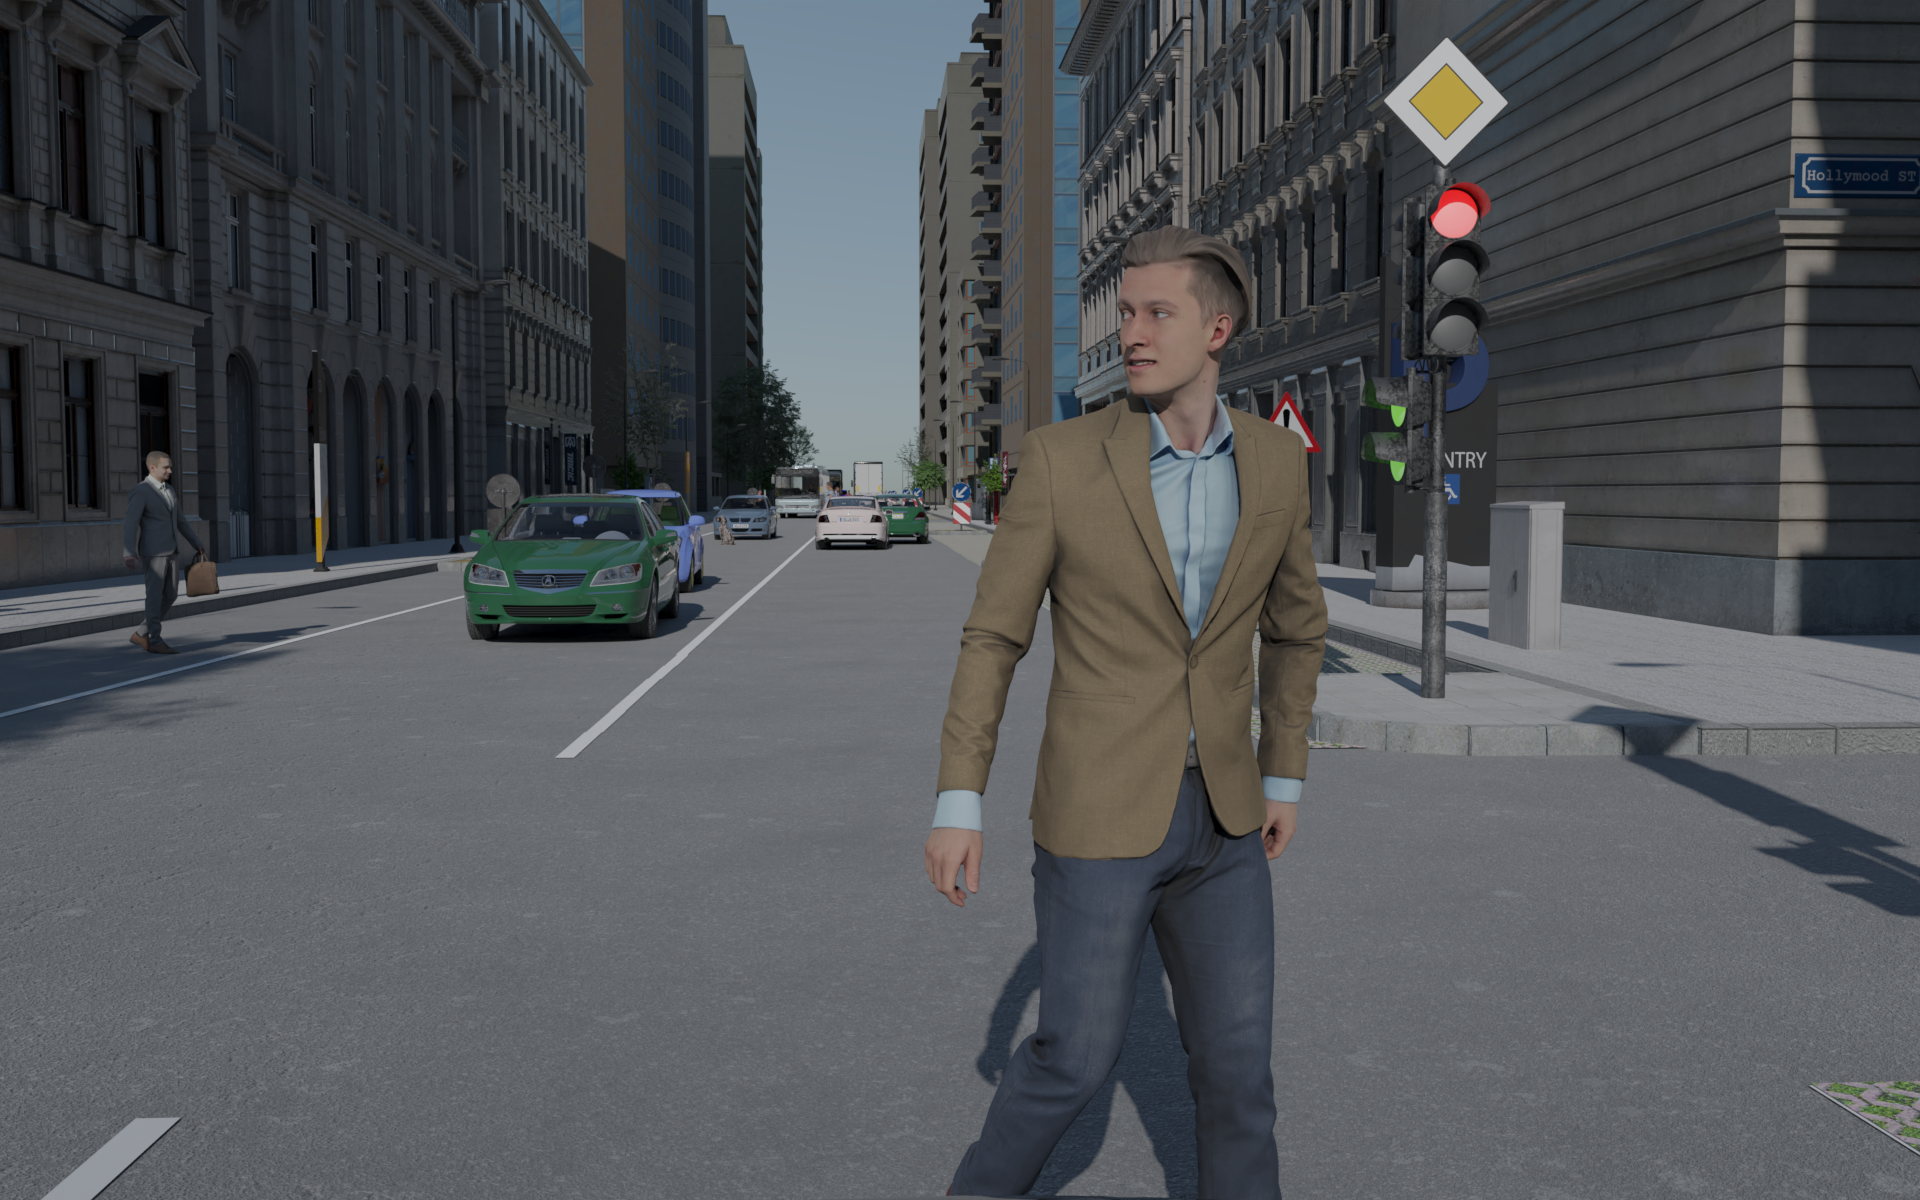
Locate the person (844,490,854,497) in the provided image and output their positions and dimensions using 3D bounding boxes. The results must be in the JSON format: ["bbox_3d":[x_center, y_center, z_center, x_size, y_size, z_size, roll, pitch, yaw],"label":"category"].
[{"bbox_3d":[-8.190,-7.238,127.557,1.217,1.743,0.721,-1,4,-10],"label":"person"}]

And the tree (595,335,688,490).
[{"bbox_3d":[-14.294,-7.881,79.222,4.360,8.622,3.978,0,3,0],"label":"tree"}]

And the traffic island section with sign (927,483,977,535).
[{"bbox_3d":[-0.097,-3.184,60.688,1.989,1.847,2.006,0,4,-3],"label":"traffic island section with sign"}]

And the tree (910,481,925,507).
[{"bbox_3d":[-4.082,-10.914,173.045,1.663,3.219,1.824,0,3,0],"label":"tree"}]

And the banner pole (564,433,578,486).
[{"bbox_3d":[-14.255,-4.447,62.731,0.863,3.779,0.401,-2,4,-28],"label":"banner pole"}]

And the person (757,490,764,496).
[{"bbox_3d":[-10.333,-4.880,89.762,0.593,1.643,0.415,2,4,24],"label":"person"}]

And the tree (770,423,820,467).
[{"bbox_3d":[-23.241,-19.051,237.232,9.928,11.665,9.643,0,3,0],"label":"tree"}]

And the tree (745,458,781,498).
[{"bbox_3d":[-17.694,-10.544,156.104,4.285,4.588,4.351,0,3,0],"label":"tree"}]

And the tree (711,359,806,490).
[{"bbox_3d":[-19.311,-15.635,162.289,9.857,13.997,8.962,0,3,0],"label":"tree"}]

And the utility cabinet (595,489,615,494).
[{"bbox_3d":[-14.731,-3.868,71.919,0.318,1.500,1.173,1,4,18],"label":"utility cabinet"}]

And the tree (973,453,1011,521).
[{"bbox_3d":[1.662,-5.320,81.583,1.663,3.219,1.824,0,3,0],"label":"tree"}]

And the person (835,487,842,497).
[{"bbox_3d":[-6.860,-5.461,97.650,0.599,1.838,0.709,2,4,31],"label":"person"}]

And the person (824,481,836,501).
[{"bbox_3d":[-3.881,-2.678,52.386,0.778,1.811,0.616,1,4,20],"label":"person"}]

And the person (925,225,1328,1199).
[{"bbox_3d":[0.266,0.344,2.781,0.836,1.842,0.656,3,5,41],"label":"person"}]

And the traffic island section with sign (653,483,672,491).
[{"bbox_3d":[-10.302,-3.147,60.081,1.989,1.847,2.006,0,4,-3],"label":"traffic island section with sign"}]

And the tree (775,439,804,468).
[{"bbox_3d":[-20.444,-15.370,201.657,4.737,8.622,4.395,0,3,0],"label":"tree"}]

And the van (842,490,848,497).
[{"bbox_3d":[-16.255,-14.226,236.985,2.240,2.365,5.245,0,4,-2],"label":"van"}]

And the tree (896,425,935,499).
[{"bbox_3d":[-4.333,-14.056,180.173,4.360,8.622,3.978,0,3,0],"label":"tree"}]

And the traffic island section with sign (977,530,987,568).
[{"bbox_3d":[1.427,-1.513,33.361,1.989,1.847,2.006,0,4,-3],"label":"traffic island section with sign"}]

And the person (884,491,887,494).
[{"bbox_3d":[-8.999,-12.461,212.108,0.599,1.838,0.709,1,4,21],"label":"person"}]

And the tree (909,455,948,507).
[{"bbox_3d":[-2.705,-10.022,147.571,4.285,4.588,4.351,0,3,0],"label":"tree"}]

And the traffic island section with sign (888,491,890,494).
[{"bbox_3d":[-7.488,-11.285,193.130,1.989,1.847,2.006,0,4,-3],"label":"traffic island section with sign"}]

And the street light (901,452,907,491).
[{"bbox_3d":[-5.566,-13.332,190.517,1.470,5.913,1.316,0,4,-3],"label":"street light"}]

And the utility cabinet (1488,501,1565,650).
[{"bbox_3d":[4.786,-0.217,14.702,0.306,1.237,1.020,0,4,-1],"label":"utility cabinet"}]

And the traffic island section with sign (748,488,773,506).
[{"bbox_3d":[-13.052,-6.175,109.583,1.989,1.847,2.006,0,4,-3],"label":"traffic island section with sign"}]

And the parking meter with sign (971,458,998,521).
[{"bbox_3d":[1.140,-5.374,84.132,0.543,3.016,1.738,-2,4,-33],"label":"parking meter with sign"}]

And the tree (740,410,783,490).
[{"bbox_3d":[-17.493,-12.291,151.318,4.360,8.622,3.978,0,3,0],"label":"tree"}]

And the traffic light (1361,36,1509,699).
[{"bbox_3d":[2.965,-1.339,10.811,0.839,4.253,0.868,0,4,-3],"label":"traffic light"}]

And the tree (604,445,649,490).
[{"bbox_3d":[-13.048,-4.538,68.796,1.663,3.219,1.824,0,3,0],"label":"tree"}]

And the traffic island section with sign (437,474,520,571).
[{"bbox_3d":[-8.790,-1.501,33.168,1.989,1.847,2.006,0,4,-3],"label":"traffic island section with sign"}]

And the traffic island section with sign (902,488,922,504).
[{"bbox_3d":[-2.833,-6.184,109.729,1.989,1.847,2.006,0,4,-3],"label":"traffic island section with sign"}]

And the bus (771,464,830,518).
[{"bbox_3d":[-9.566,-6.784,105.776,2.948,3.499,13.247,0,4,-2],"label":"bus"}]

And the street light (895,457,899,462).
[{"bbox_3d":[-7.066,-15.002,217.815,1.470,5.913,1.316,0,4,-3],"label":"street light"}]

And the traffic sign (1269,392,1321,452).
[{"bbox_3d":[4.159,-1.354,22.141,0.884,2.594,0.081,0,4,3],"label":"traffic sign"}]

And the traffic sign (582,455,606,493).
[{"bbox_3d":[-11.770,-3.402,55.731,0.768,2.556,0.104,0,4,3],"label":"traffic sign"}]

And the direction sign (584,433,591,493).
[{"bbox_3d":[-13.973,-4.464,64.979,0.379,3.537,0.876,-2,4,-26],"label":"direction sign"}]

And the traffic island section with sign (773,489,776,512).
[{"bbox_3d":[-14.600,-7.862,137.167,1.989,1.847,2.006,0,4,-3],"label":"traffic island section with sign"}]

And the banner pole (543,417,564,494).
[{"bbox_3d":[-13.466,-4.086,56.817,0.401,3.779,0.863,-3,4,-37],"label":"banner pole"}]

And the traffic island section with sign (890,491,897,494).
[{"bbox_3d":[-4.393,-7.896,137.724,1.989,1.847,2.006,0,4,-3],"label":"traffic island section with sign"}]

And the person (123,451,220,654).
[{"bbox_3d":[-7.163,-0.424,15.550,0.853,1.813,0.709,1,4,10],"label":"person"}]

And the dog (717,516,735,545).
[{"bbox_3d":[-6.609,-1.952,48.760,0.513,0.831,0.800,0,4,-6],"label":"dog"}]
